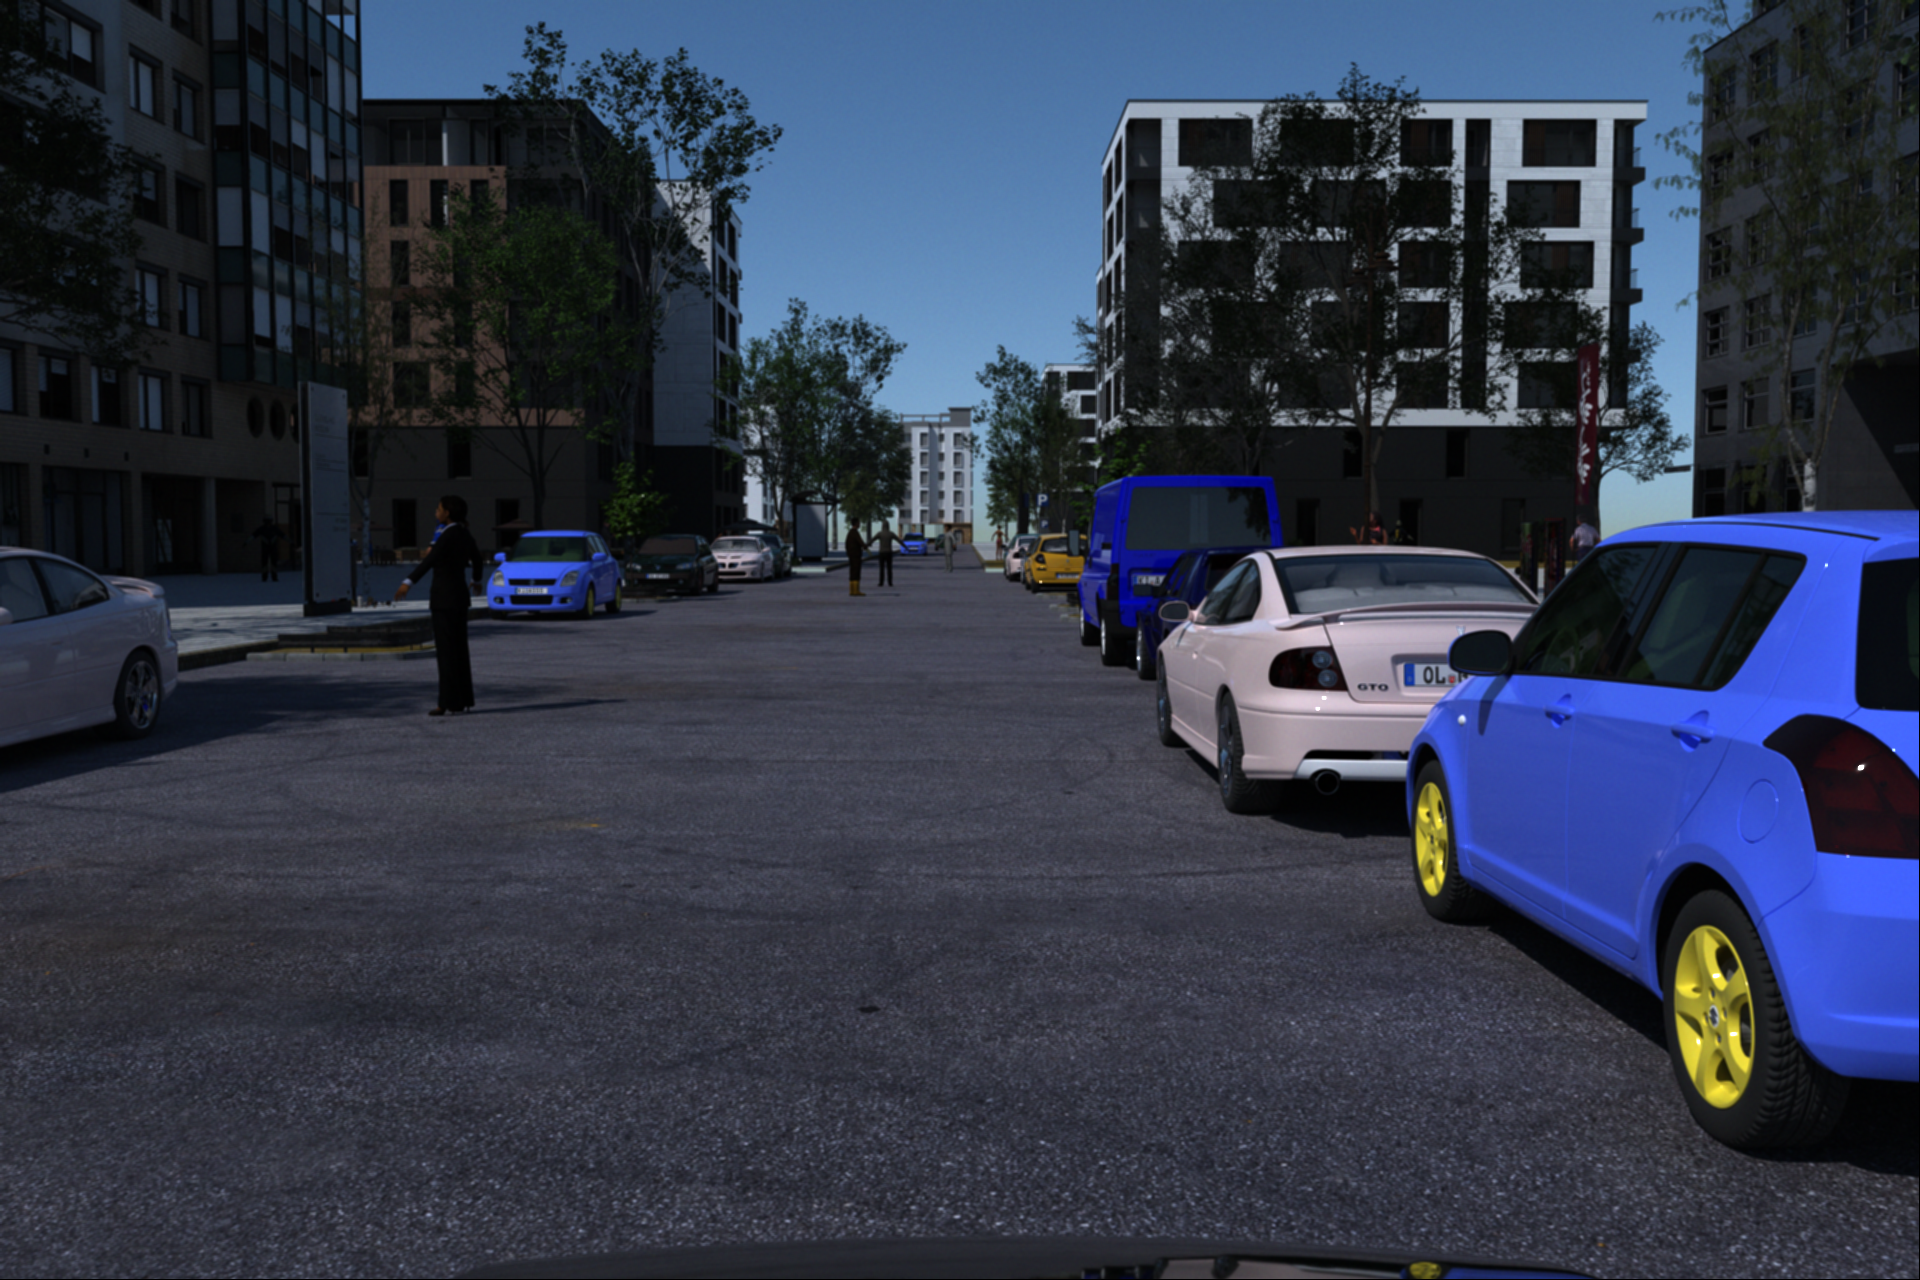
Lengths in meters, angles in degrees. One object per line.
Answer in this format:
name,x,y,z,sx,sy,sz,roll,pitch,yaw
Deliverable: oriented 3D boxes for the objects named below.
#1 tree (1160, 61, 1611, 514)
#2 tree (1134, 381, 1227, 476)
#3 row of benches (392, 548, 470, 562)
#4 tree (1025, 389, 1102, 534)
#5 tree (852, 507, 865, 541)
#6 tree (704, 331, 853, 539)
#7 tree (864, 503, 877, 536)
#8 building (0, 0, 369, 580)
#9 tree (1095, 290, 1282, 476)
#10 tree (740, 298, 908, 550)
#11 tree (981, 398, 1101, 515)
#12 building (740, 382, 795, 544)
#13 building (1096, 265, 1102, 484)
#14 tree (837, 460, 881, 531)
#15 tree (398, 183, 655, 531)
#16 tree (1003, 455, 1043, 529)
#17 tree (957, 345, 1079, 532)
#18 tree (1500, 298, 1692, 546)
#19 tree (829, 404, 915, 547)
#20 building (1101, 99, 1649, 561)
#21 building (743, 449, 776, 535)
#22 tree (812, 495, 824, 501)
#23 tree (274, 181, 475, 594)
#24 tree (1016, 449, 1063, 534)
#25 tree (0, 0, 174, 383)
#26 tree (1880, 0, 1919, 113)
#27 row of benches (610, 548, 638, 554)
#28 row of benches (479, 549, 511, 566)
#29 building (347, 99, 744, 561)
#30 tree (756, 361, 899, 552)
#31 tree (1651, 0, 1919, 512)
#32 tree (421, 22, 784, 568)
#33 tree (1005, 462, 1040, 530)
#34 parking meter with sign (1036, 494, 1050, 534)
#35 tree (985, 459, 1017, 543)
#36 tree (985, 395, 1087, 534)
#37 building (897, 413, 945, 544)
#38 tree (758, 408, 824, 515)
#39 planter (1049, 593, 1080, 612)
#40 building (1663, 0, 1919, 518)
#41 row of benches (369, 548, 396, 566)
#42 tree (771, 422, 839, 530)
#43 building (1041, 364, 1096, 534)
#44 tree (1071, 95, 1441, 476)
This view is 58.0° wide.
tree,8.175,-6.068,33.623,8.767,10.594,7.601,0,4,5
tree,9.089,-7.615,74.873,4.360,8.622,3.978,0,3,0
row of benches,-24.458,-3.944,79.947,1.422,0.672,4.104,2,4,33
tree,5.284,-8.434,88.255,4.360,8.622,3.978,0,3,0
tree,-14.439,-18.673,255.671,4.737,8.622,4.395,0,3,0
tree,-9.383,-10.023,89.636,9.928,11.665,9.643,0,3,0
tree,-14.328,-19.060,261.996,4.737,8.622,4.395,0,3,0
building,-32.706,-14.459,42.971,21.656,26.213,47.522,0,4,1
tree,8.560,-7.929,64.055,7.601,10.594,8.767,-2,4,-25
tree,-10.921,-17.328,139.207,12.611,20.169,13.585,0,3,0
tree,5.572,-11.317,119.445,8.767,10.594,7.601,0,4,3
building,-26.970,-22.019,216.436,16.016,20.090,11.380,0,4,1
building,24.665,-18.048,139.064,27.936,21.610,32.646,0,3,0
tree,-9.627,-12.813,159.859,4.737,8.622,4.395,0,3,0
tree,-12.678,-7.707,51.758,9.928,11.665,9.643,0,3,0
tree,5.672,-12.276,151.080,4.737,8.622,4.395,0,3,0
tree,5.920,-19.337,172.053,12.611,20.169,13.585,0,3,0
tree,25.011,-8.200,68.480,7.601,10.594,8.767,0,4,7
tree,-9.076,-16.185,171.284,9.857,13.997,8.962,0,3,0
building,21.737,-15.548,98.192,27.936,21.610,32.646,0,4,0
building,-24.147,-14.843,184.836,9.099,9.664,28.070,0,4,-1
tree,-21.606,-18.925,259.780,4.360,8.622,3.978,0,3,0
tree,-12.754,-5.273,36.576,4.360,8.622,3.978,0,3,0
tree,6.051,-11.796,143.227,4.360,8.622,3.978,0,3,0
tree,-13.109,-5.266,20.509,7.601,10.594,8.767,0,4,-8
tree,8.497,-6.184,7.764,9.857,13.997,8.962,0,3,0
row of benches,-15.684,-3.799,77.572,1.422,0.672,4.104,2,4,29
row of benches,-19.056,-3.391,70.909,1.422,0.672,4.104,-2,4,-28
building,-28.269,-15.538,98.021,27.936,21.610,32.646,0,3,0
tree,-9.326,-12.923,121.657,12.009,13.543,11.850,0,3,0
tree,8.675,-4.136,17.978,4.360,8.622,3.978,0,3,0
tree,-13.380,-12.804,65.235,12.611,20.169,13.585,0,3,0
tree,5.755,-12.737,158.613,4.360,8.622,3.978,0,3,0
parking meter with sign,3.565,-4.750,73.926,0.543,3.016,1.738,0,4,-1
tree,7.338,-20.825,258.616,7.486,12.596,7.792,0,3,0
tree,5.894,-12.570,131.274,9.928,11.665,9.643,0,3,0
building,-9.254,-24.700,262.715,11.380,20.090,16.016,0,4,6
tree,-9.416,-9.155,100.051,4.360,8.622,3.978,0,3,0
planter,2.703,-0.709,32.734,1.991,0.319,1.994,0,4,-1
building,28.707,-13.843,44.743,11.959,24.771,22.079,0,4,0
row of benches,-24.069,-3.463,72.076,1.422,0.672,4.104,-2,4,-26
tree,-9.112,-9.628,107.777,4.360,8.622,3.978,0,3,0
building,24.343,-23.273,224.494,27.936,21.610,32.646,0,4,0
tree,8.301,-8.511,49.523,12.009,13.543,11.850,0,3,0
